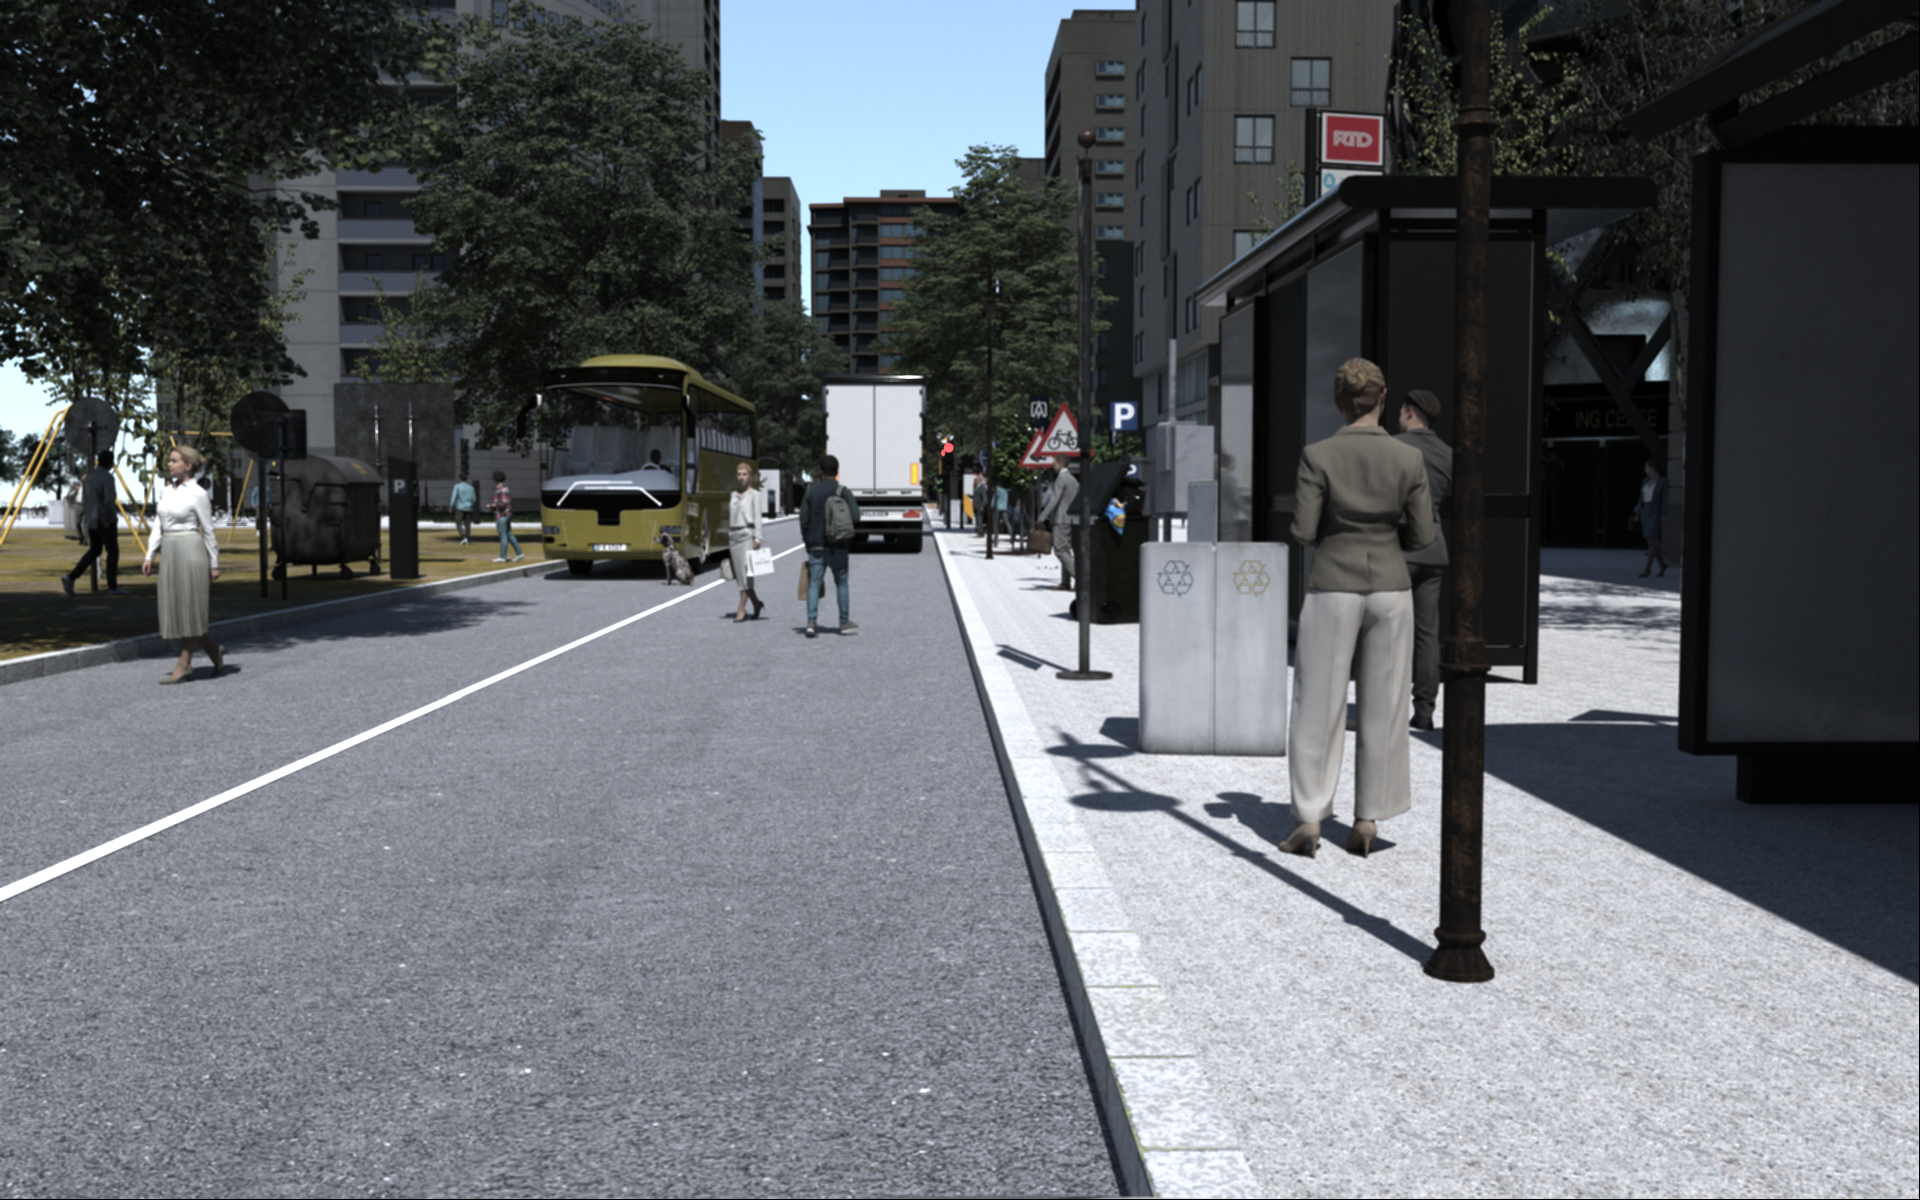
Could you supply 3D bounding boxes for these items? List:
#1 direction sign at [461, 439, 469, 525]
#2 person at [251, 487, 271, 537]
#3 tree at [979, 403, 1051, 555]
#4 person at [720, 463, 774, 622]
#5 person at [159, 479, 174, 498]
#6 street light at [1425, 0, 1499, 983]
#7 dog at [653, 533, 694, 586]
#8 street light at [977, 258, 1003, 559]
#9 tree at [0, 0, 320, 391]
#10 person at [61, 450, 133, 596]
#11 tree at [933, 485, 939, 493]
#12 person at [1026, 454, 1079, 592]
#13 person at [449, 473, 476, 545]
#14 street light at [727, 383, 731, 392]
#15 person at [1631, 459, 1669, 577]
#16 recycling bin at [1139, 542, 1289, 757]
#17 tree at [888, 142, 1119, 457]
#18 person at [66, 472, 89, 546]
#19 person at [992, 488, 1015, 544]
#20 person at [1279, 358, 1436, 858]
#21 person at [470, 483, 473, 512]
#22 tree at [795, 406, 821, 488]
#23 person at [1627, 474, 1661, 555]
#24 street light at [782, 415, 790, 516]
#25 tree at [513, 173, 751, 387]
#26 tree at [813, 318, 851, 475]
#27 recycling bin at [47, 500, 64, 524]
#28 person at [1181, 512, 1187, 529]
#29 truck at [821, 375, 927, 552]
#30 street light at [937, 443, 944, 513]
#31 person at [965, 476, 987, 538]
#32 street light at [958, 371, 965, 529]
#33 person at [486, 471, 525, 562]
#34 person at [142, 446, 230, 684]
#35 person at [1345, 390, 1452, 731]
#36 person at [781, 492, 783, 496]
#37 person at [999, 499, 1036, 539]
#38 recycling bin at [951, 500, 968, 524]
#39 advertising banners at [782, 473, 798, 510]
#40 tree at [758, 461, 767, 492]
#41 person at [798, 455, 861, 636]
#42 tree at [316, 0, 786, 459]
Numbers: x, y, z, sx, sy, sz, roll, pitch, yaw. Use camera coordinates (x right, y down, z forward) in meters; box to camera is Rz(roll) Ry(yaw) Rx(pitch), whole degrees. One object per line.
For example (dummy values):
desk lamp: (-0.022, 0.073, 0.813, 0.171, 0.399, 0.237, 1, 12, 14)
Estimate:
direction sign: (-20.315, -4.839, 71.118, 0.379, 3.537, 0.876, 0, 4, 3)
person: (-21.048, -2.802, 52.202, 0.601, 1.785, 0.444, -2, 4, -33)
tree: (1.255, -2.579, 36.771, 1.663, 3.219, 1.824, 0, 3, 0)
person: (-2.387, -0.657, 19.594, 0.624, 1.780, 0.694, -3, 5, -41)
person: (-27.215, -3.260, 59.539, 0.583, 1.804, 0.606, -2, 4, -28)
street light: (1.335, -1.937, 4.452, 0.468, 5.910, 1.993, 0, 4, -1)
dog: (-4.402, -0.631, 27.152, 0.513, 0.831, 0.800, -3, 4, -36)
street light: (0.582, -3.746, 34.039, 0.468, 5.910, 1.993, 0, 4, -1)
tree: (-8.579, -6.585, 14.318, 9.857, 13.997, 8.962, 0, 3, 0)
person: (-10.904, -0.977, 21.866, 0.661, 1.843, 0.795, 3, 4, 36)
tree: (-1.183, -8.786, 138.259, 1.663, 3.219, 1.824, 0, 3, 0)
person: (1.343, -1.026, 22.944, 0.853, 1.813, 0.709, 2, 4, 23)
person: (-12.633, -2.326, 44.091, 0.620, 1.820, 0.660, 3, 5, 44)
street light: (-9.580, -6.085, 72.276, 0.468, 5.910, 1.993, 0, 4, -1)
person: (10.767, -1.269, 26.819, 0.654, 1.822, 0.581, -1, 4, -14)
recycling bin: (1.289, 0.229, 8.816, 0.722, 1.027, 0.722, 1, 4, 9)
tree: (1.311, -8.485, 56.864, 7.486, 12.596, 7.792, 0, 3, 0)
person: (-21.913, -2.267, 43.211, 0.679, 1.850, 0.850, -2, 4, -24)
person: (1.052, -2.358, 44.459, 0.638, 1.841, 0.748, -3, 5, -39)
person: (1.409, 0.026, 6.171, 0.519, 1.759, 0.362, 0, 4, 3)
person: (-24.415, -4.967, 87.159, 0.836, 1.842, 0.656, -3, 5, -45)
tree: (-12.095, -11.741, 142.334, 4.737, 8.622, 4.395, 0, 3, 0)
person: (14.563, -1.854, 36.473, 0.709, 1.813, 0.853, -3, 4, -38)
street light: (-10.178, -7.881, 101.635, 0.468, 5.910, 1.993, 0, 4, -1)
tree: (-10.437, -7.941, 55.594, 9.928, 11.665, 9.643, 0, 3, 0)
tree: (-10.713, -12.399, 109.380, 9.857, 13.997, 8.962, 0, 3, 0)
recycling bin: (-38.586, -3.760, 74.035, 0.722, 1.027, 0.722, -2, 4, -31)
person: (8.450, -3.528, 63.905, 0.537, 1.800, 0.526, 1, 4, 17)
truck: (-2.217, -3.511, 46.318, 2.839, 4.237, 11.283, 0, 4, -2)
street light: (-1.143, -8.826, 117.100, 0.468, 5.910, 1.993, 0, 4, -1)
person: (0.486, -2.734, 50.921, 0.590, 1.801, 0.661, -2, 4, -28)
street light: (0.064, -5.555, 63.620, 0.468, 5.910, 1.993, 0, 4, -1)
person: (-8.584, -1.577, 32.668, 0.643, 1.720, 0.563, 0, 4, -3)
person: (-5.895, -0.278, 13.272, 0.478, 1.798, 0.641, 2, 4, 33)
person: (2.385, -0.222, 9.472, 0.655, 1.846, 0.447, -1, 4, -23)
person: (-17.785, -10.101, 171.269, 1.350, 1.814, 0.705, 2, 4, 30)
person: (1.573, -2.277, 48.771, 1.012, 1.151, 0.738, 1, 4, 12)
recycling bin: (-0.071, -3.868, 75.800, 0.722, 1.027, 0.722, 1, 4, 17)
advertising banners: (-13.848, -8.677, 138.058, 2.074, 3.025, 0.090, 1, 4, 19)
tree: (-9.868, -5.371, 82.410, 1.663, 3.219, 1.824, 0, 3, 0)
person: (-1.366, -0.549, 17.460, 0.794, 1.824, 0.713, 2, 4, 25)
tree: (-9.716, -8.469, 45.127, 9.857, 13.997, 8.962, 0, 3, 0)
